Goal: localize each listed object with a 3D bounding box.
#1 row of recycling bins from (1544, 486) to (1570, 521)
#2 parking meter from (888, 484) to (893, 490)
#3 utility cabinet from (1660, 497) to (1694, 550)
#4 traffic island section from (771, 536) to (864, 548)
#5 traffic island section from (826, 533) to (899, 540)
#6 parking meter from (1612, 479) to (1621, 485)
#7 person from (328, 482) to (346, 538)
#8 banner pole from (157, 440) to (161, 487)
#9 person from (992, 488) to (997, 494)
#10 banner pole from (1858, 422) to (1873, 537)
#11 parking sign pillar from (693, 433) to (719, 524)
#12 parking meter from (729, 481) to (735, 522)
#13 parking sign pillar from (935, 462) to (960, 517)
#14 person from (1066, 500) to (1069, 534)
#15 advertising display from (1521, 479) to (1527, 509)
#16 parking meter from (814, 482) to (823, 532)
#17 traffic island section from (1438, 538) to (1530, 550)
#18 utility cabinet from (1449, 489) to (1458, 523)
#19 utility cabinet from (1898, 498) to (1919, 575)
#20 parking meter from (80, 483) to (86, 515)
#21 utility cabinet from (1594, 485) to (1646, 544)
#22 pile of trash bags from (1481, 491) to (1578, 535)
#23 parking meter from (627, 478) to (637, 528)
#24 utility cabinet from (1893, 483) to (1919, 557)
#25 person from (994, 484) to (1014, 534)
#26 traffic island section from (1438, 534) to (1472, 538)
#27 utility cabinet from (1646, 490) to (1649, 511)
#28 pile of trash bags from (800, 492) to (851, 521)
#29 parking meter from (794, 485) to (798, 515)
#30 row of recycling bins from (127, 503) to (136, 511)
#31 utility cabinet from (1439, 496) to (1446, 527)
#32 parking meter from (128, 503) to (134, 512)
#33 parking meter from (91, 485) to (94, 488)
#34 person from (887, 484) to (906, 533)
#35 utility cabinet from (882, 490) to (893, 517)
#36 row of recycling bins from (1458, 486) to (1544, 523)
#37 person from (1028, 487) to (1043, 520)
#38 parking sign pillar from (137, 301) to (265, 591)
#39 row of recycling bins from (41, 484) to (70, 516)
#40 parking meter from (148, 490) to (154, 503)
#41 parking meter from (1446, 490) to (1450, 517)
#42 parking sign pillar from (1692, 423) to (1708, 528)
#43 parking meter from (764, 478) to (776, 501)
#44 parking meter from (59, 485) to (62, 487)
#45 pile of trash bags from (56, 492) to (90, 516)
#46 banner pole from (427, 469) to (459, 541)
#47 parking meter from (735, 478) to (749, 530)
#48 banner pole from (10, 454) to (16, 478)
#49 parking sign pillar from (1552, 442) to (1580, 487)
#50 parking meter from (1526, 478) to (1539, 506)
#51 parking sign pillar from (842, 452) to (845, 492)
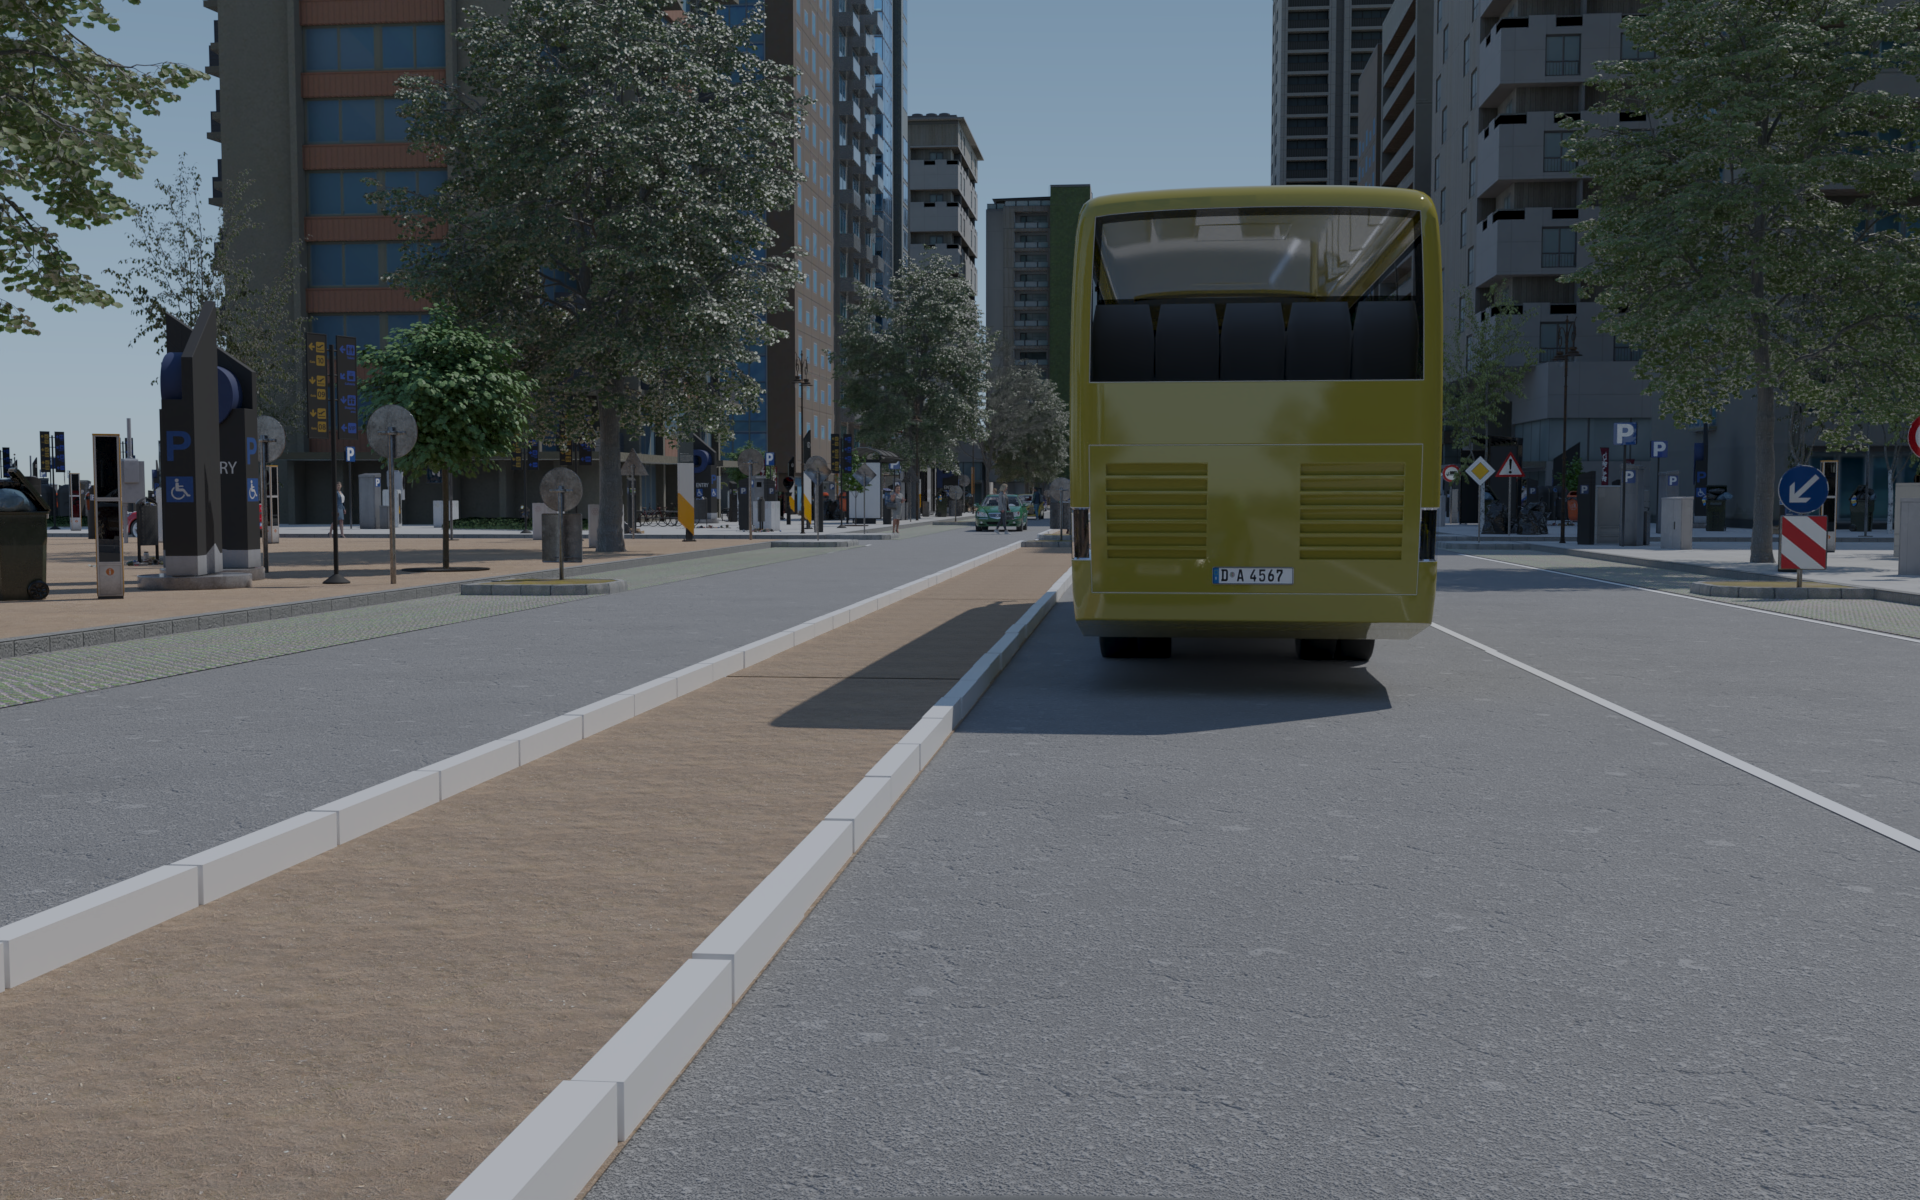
[{"bbox_3d":[29.047,-4.751,84.793,3.534,1.692,1.069,-3,5,-43],"label":"row of recycling bins"},{"bbox_3d":[-4.169,-6.069,104.935,0.399,1.863,0.255,3,5,45],"label":"parking meter"},{"bbox_3d":[16.674,-1.783,40.313,0.306,1.237,1.020,0,4,-3],"label":"utility cabinet"},{"bbox_3d":[-3.922,-1.549,47.600,2.009,0.180,2.903,0,4,6],"label":"traffic island section"},{"bbox_3d":[-3.085,-2.034,55.542,2.009,0.180,2.903,0,4,6],"label":"traffic island section"},{"bbox_3d":[26.305,-3.896,69.403,0.255,1.863,0.399,-1,4,-10],"label":"parking meter"},{"bbox_3d":[-19.893,-2.864,55.351,0.654,1.822,0.581,2,4,25],"label":"person"},{"bbox_3d":[-32.481,-4.944,70.849,0.863,3.779,0.401,2,4,25],"label":"banner pole"},{"bbox_3d":[1.904,-5.246,94.945,0.731,1.740,0.598,3,4,37],"label":"person"},{"bbox_3d":[27.092,-3.773,51.699,0.401,3.779,0.863,2,4,26],"label":"banner pole"},{"bbox_3d":[-11.255,-5.332,75.652,1.447,3.967,1.447,2,4,31],"label":"parking sign pillar"},{"bbox_3d":[-10.356,-4.490,79.119,0.255,1.863,0.399,-2,4,-34],"label":"parking meter"},{"bbox_3d":[-0.718,-6.751,98.850,1.447,3.967,1.447,0,4,5],"label":"parking sign pillar"},{"bbox_3d":[3.942,-3.182,60.436,0.656,1.842,0.836,-2,4,-27],"label":"person"},{"bbox_3d":[24.120,-4.222,74.241,0.123,1.923,0.974,-1,4,-22],"label":"advertising display"},{"bbox_3d":[-4.744,-3.203,58.075,0.255,1.863,0.399,-1,4,-17],"label":"parking meter"},{"bbox_3d":[13.721,-1.435,45.742,2.009,0.180,2.903,0,4,6],"label":"traffic island section"},{"bbox_3d":[21.737,-4.136,76.308,0.318,1.500,1.173,1,4,13],"label":"utility cabinet"},{"bbox_3d":[15.368,-0.983,27.235,1.020,1.237,0.306,3,5,41],"label":"utility cabinet"},{"bbox_3d":[-45.553,-5.140,89.752,0.255,1.863,0.399,1,4,18],"label":"parking meter"},{"bbox_3d":[16.796,-2.175,44.244,1.173,1.500,0.318,0,4,-4],"label":"utility cabinet"},{"bbox_3d":[18.225,-2.760,54.874,1.912,1.369,3.447,-3,5,-42],"label":"pile of trash bags"},{"bbox_3d":[-11.632,-3.405,61.380,0.255,1.863,0.399,-2,4,-24],"label":"parking meter"},{"bbox_3d":[19.037,-1.559,34.174,0.318,1.500,1.173,-1,4,-17],"label":"utility cabinet"},{"bbox_3d":[1.565,-3.249,61.804,0.728,1.800,0.709,2,4,28],"label":"person"},{"bbox_3d":[14.558,-1.921,53.684,2.009,0.180,2.903,0,4,6],"label":"traffic island section"},{"bbox_3d":[36.620,-5.199,93.675,1.173,1.500,0.318,0,4,3],"label":"utility cabinet"},{"bbox_3d":[-6.362,-4.595,84.875,1.912,1.369,3.447,-2,4,-34],"label":"pile of trash bags"},{"bbox_3d":[-10.261,-6.253,107.948,0.255,1.863,0.399,-1,4,-9],"label":"parking meter"},{"bbox_3d":[-62.221,-7.468,129.219,1.069,1.692,3.534,-3,5,-41],"label":"row of recycling bins"},{"bbox_3d":[18.700,-3.511,68.567,0.306,1.237,1.020,-3,5,-41],"label":"utility cabinet"},{"bbox_3d":[-58.519,-6.960,122.203,0.372,1.533,0.369,0,3,0],"label":"parking meter"},{"bbox_3d":[-55.942,-6.485,111.739,0.399,1.863,0.255,3,5,41],"label":"parking meter"},{"bbox_3d":[-2.329,-3.314,63.045,0.716,1.782,0.532,-2,4,-30],"label":"person"},{"bbox_3d":[-3.893,-5.324,95.719,1.173,1.500,0.318,-3,5,-41],"label":"utility cabinet"},{"bbox_3d":[23.818,-4.264,76.829,3.534,1.692,1.069,3,5,40],"label":"row of recycling bins"},{"bbox_3d":[4.115,-5.250,94.324,0.794,1.824,0.713,-2,4,-24],"label":"person"},{"bbox_3d":[-10.481,-2.150,23.619,1.447,3.967,1.447,-1,4,-9],"label":"parking sign pillar"},{"bbox_3d":[-38.635,-4.001,72.530,3.534,1.692,1.069,0,4,7],"label":"row of recycling bins"},{"bbox_3d":[-52.295,-6.335,111.983,0.372,1.533,0.369,0,3,0],"label":"parking meter"},{"bbox_3d":[27.127,-5.352,95.912,0.372,1.533,0.369,0,3,0],"label":"parking meter"},{"bbox_3d":[27.951,-4.701,65.330,1.447,3.967,1.447,1,4,21],"label":"parking sign pillar"},{"bbox_3d":[-7.116,-3.615,64.816,0.399,1.863,0.255,-3,5,-40],"label":"parking meter"},{"bbox_3d":[-55.662,-6.222,107.438,0.399,1.863,0.255,-2,4,-33],"label":"parking meter"},{"bbox_3d":[-49.850,-5.406,98.137,1.912,1.369,3.447,3,5,44],"label":"pile of trash bags"},{"bbox_3d":[-14.296,-3.533,47.783,0.863,3.779,0.401,-1,4,-11],"label":"banner pole"},{"bbox_3d":[-7.636,-3.397,61.258,0.399,1.863,0.255,1,4,11],"label":"parking meter"},{"bbox_3d":[-58.646,-7.166,107.174,0.863,3.779,0.401,1,4,13],"label":"banner pole"},{"bbox_3d":[31.241,-6.169,89.334,1.447,3.967,1.447,1,4,11],"label":"parking sign pillar"},{"bbox_3d":[20.650,-3.473,62.491,0.399,1.863,0.255,1,4,12],"label":"parking meter"},{"bbox_3d":[-6.891,-7.456,110.385,1.447,3.967,1.447,-3,4,-38],"label":"parking sign pillar"}]
